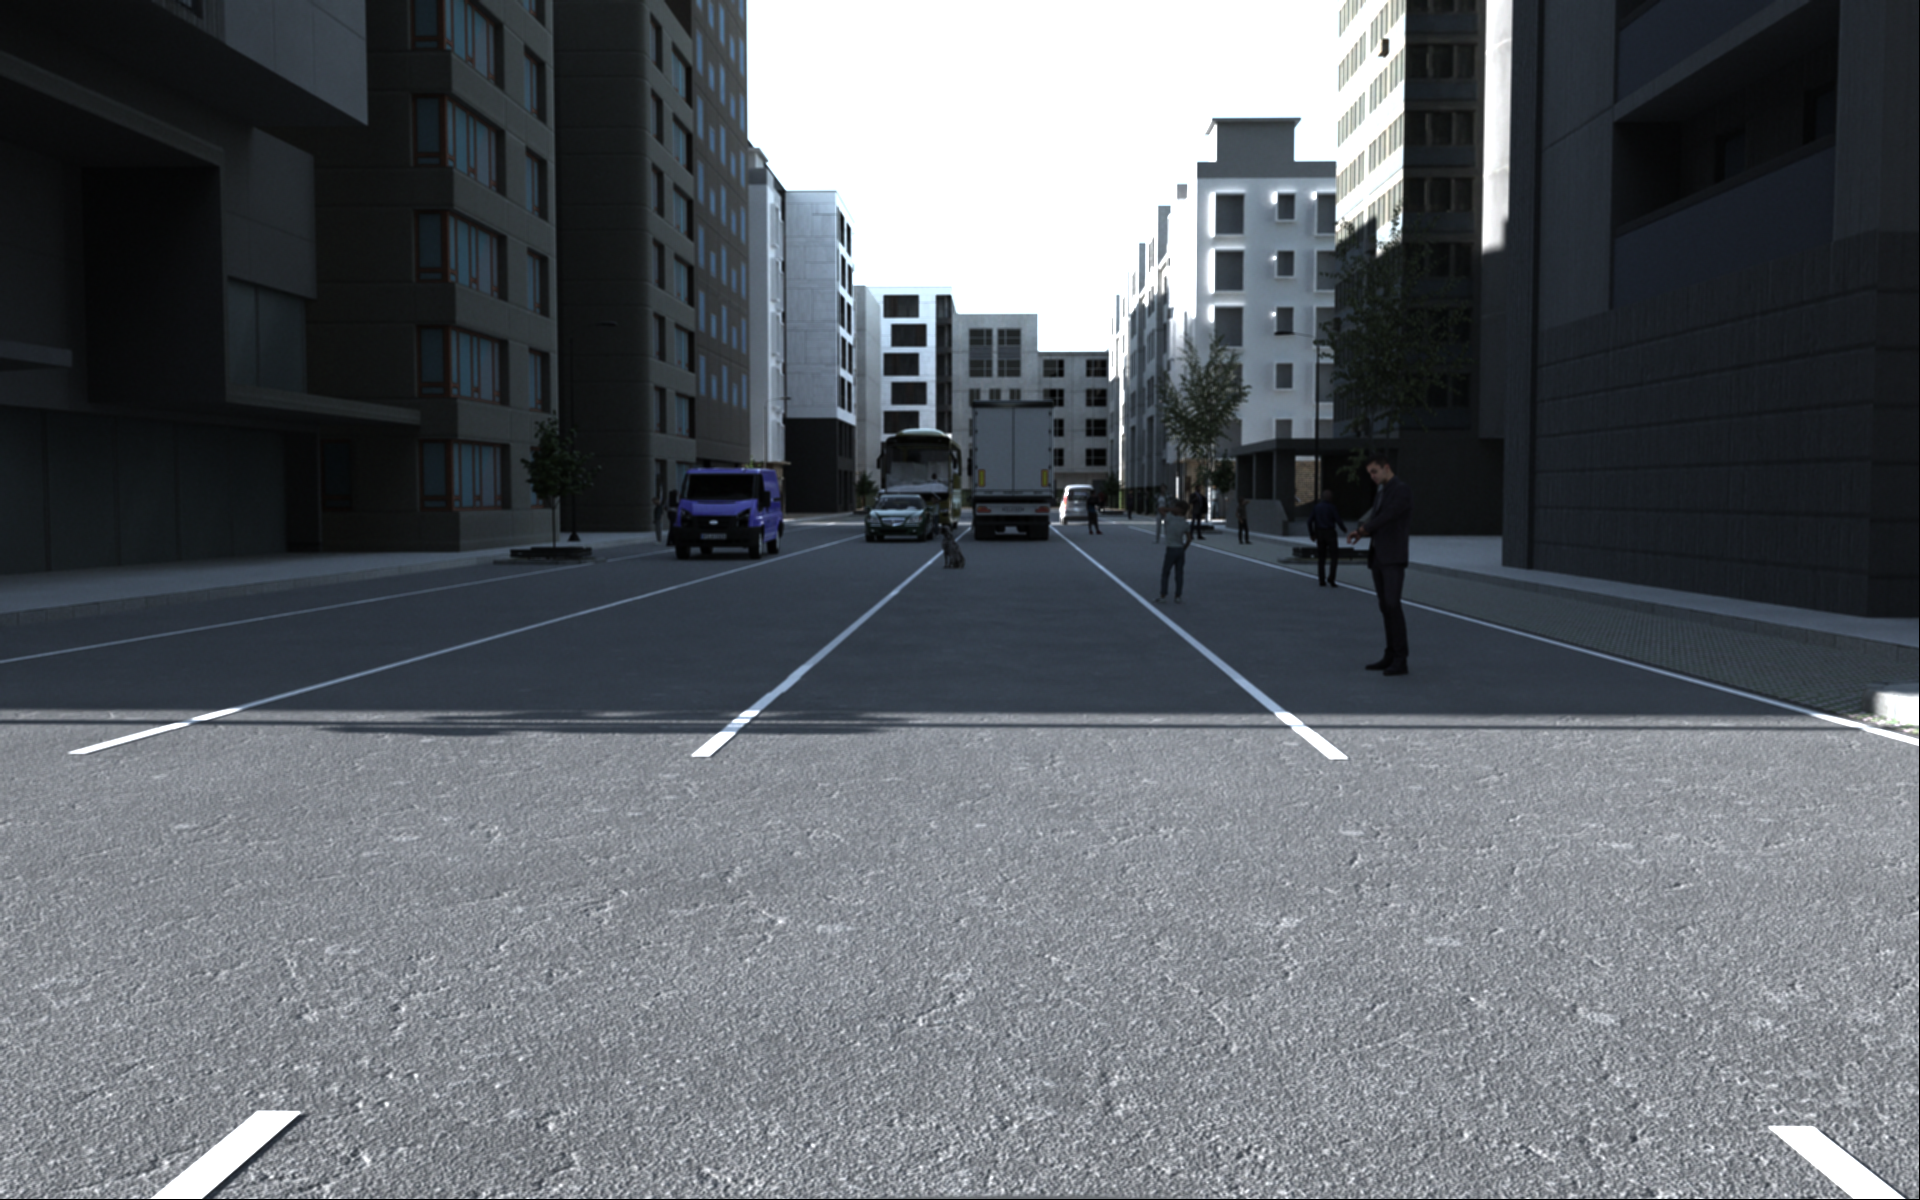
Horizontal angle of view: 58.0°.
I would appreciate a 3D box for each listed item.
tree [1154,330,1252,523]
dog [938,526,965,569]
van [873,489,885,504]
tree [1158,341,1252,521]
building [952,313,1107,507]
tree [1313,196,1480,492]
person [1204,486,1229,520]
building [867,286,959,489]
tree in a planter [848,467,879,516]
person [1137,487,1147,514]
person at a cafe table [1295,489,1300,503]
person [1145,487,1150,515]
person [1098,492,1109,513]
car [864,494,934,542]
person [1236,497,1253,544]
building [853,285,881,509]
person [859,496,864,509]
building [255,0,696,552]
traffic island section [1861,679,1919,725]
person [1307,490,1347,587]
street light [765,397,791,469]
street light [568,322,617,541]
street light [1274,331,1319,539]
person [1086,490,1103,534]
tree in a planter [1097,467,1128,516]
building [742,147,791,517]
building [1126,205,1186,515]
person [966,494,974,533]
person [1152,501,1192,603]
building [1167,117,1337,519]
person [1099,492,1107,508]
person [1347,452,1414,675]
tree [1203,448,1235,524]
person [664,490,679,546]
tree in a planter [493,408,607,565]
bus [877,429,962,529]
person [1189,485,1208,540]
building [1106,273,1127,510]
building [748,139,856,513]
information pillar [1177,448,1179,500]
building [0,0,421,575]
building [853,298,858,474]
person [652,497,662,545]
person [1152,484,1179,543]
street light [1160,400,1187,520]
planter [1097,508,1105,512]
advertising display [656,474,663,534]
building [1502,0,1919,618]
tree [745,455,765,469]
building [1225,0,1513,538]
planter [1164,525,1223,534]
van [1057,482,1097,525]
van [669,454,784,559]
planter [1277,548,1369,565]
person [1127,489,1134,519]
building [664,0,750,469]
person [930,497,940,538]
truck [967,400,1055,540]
[{"bbox_3d":[10.729,-7.727,76.704,4.737,8.622,4.395,0,3,0],"label":"tree"},{"bbox_3d":[-0.154,-1.015,33.427,0.513,0.831,0.800,0,4,-3],"label":"dog"},{"bbox_3d":[-5.777,-7.879,135.826,2.013,2.044,4.112,0,4,2],"label":"van"},{"bbox_3d":[11.515,-8.001,81.174,4.360,8.622,3.978,0,3,0],"label":"tree"},{"bbox_3d":[15.185,-19.024,177.505,31.486,18.905,16.747,0,4,2],"label":"building"},{"bbox_3d":[10.843,-5.726,43.985,4.737,8.622,4.395,0,3,0],"label":"tree"},{"bbox_3d":[12.810,-4.944,86.962,1.350,1.814,0.705,1,4,11],"label":"person"},{"bbox_3d":[-16.688,-20.826,184.484,32.646,21.610,27.936,0,4,2],"label":"building"},{"bbox_3d":[-6.239,-7.097,113.251,1.991,3.239,1.994,0,4,2],"label":"tree in a planter"},{"bbox_3d":[11.677,-6.382,111.189,0.742,1.727,0.445,1,4,23],"label":"person"},{"bbox_3d":[14.932,-4.128,76.011,1.622,1.524,1.698,3,4,39],"label":"person at a cafe table"},{"bbox_3d":[11.321,-6.031,105.363,0.721,1.735,1.217,0,4,3],"label":"person"},{"bbox_3d":[10.528,-7.361,128.787,1.348,1.831,0.705,-1,4,-22],"label":"person"},{"bbox_3d":[-1.830,-2.538,53.294,2.131,1.459,4.920,0,4,3],"label":"car"},{"bbox_3d":[8.128,-2.269,49.500,0.340,1.345,0.435,3,5,42],"label":"person"},{"bbox_3d":[-23.439,-17.664,155.258,31.486,18.905,16.747,0,4,2],"label":"building"},{"bbox_3d":[-8.175,-8.545,145.380,0.705,1.869,1.348,-1,4,-23],"label":"person"},{"bbox_3d":[-24.434,-12.681,52.369,27.650,21.520,28.899,0,4,2],"label":"building"},{"bbox_3d":[6.894,0.721,10.485,2.009,0.180,2.903,0,4,2],"label":"traffic island section"},{"bbox_3d":[5.783,-0.963,26.939,0.600,1.496,0.574,-2,4,-29],"label":"person"},{"bbox_3d":[-8.781,-6.758,83.030,1.470,5.913,1.316,0,4,2],"label":"street light"},{"bbox_3d":[-9.933,-4.543,46.815,1.470,5.913,1.316,0,4,2],"label":"street light"},{"bbox_3d":[9.638,-4.700,49.389,1.470,5.913,1.316,0,4,2],"label":"street light"},{"bbox_3d":[4.808,-3.148,61.845,0.647,1.594,0.662,3,4,36],"label":"person"},{"bbox_3d":[9.857,-7.030,112.167,1.991,3.239,1.994,0,4,2],"label":"tree in a planter"},{"bbox_3d":[-17.537,-14.462,92.873,16.016,20.091,11.380,0,4,2],"label":"building"},{"bbox_3d":[20.654,-15.166,114.428,16.747,18.905,31.486,0,4,2],"label":"building"},{"bbox_3d":[0.645,-3.366,64.255,0.841,1.734,0.376,-1,4,-21],"label":"person"},{"bbox_3d":[2.806,-0.643,22.929,0.435,1.345,0.340,-2,4,-26],"label":"person"},{"bbox_3d":[19.349,-14.457,92.789,16.016,20.091,11.380,0,4,2],"label":"building"},{"bbox_3d":[12.932,-9.042,157.064,0.799,1.438,0.628,-1,4,-13],"label":"person"},{"bbox_3d":[3.375,-0.306,13.957,0.568,1.767,0.683,-1,4,-14],"label":"person"},{"bbox_3d":[11.324,-4.817,73.366,1.663,3.219,1.824,0,3,0],"label":"tree"},{"bbox_3d":[-7.946,-2.271,47.836,0.614,1.554,0.590,3,5,41],"label":"person"},{"bbox_3d":[-8.484,-2.378,36.105,1.991,3.239,1.994,0,4,2],"label":"tree in a planter"},{"bbox_3d":[-1.377,-4.721,68.733,2.896,3.916,12.252,0,4,2],"label":"bus"},{"bbox_3d":[7.470,-2.748,54.247,0.655,1.722,0.431,-3,4,-37],"label":"person"},{"bbox_3d":[21.867,-17.087,145.833,16.747,18.905,31.486,0,4,2],"label":"building"},{"bbox_3d":[-22.285,-16.573,114.945,27.936,21.610,32.646,0,4,2],"label":"building"},{"bbox_3d":[10.545,-5.654,83.805,0.183,3.616,0.504,0,4,3],"label":"information pillar"},{"bbox_3d":[-25.559,-26.548,23.292,28.713,52.752,27.495,0,4,2],"label":"building"},{"bbox_3d":[-16.165,-17.148,136.795,16.016,20.091,11.380,0,4,2],"label":"building"},{"bbox_3d":[-8.624,-2.256,49.292,0.340,1.345,0.435,-3,4,-36],"label":"person"},{"bbox_3d":[5.932,-2.526,50.528,0.841,1.734,0.376,2,4,33],"label":"person"},{"bbox_3d":[10.540,-6.905,85.444,1.470,5.913,1.316,0,4,2],"label":"street light"},{"bbox_3d":[10.644,-7.236,139.449,1.991,0.319,1.994,0,4,2],"label":"planter"},{"bbox_3d":[-9.644,-3.082,55.600,0.123,1.923,0.974,0,4,-4],"label":"advertising display"},{"bbox_3d":[23.523,-29.250,20.244,28.212,58.520,21.231,0,4,2],"label":"building"},{"bbox_3d":[-10.301,-5.568,85.639,1.663,3.219,1.824,0,3,0],"label":"tree"},{"bbox_3d":[26.058,-22.371,57.644,32.217,40.220,23.993,0,4,2],"label":"building"},{"bbox_3d":[8.422,-2.549,62.813,1.991,0.319,1.994,0,4,2],"label":"planter"},{"bbox_3d":[5.652,-4.632,82.744,2.013,2.044,4.112,0,4,1],"label":"van"},{"bbox_3d":[-5.296,-2.171,39.879,2.240,2.365,5.245,0,4,0],"label":"van"},{"bbox_3d":[7.628,-0.902,35.881,1.991,0.319,1.994,0,4,2],"label":"planter"},{"bbox_3d":[9.626,-5.413,97.920,0.541,1.710,0.530,-2,4,-33],"label":"person"},{"bbox_3d":[-16.908,-25.861,72.942,14.600,45.320,14.200,0,4,2],"label":"building"},{"bbox_3d":[-0.807,-2.729,57.036,0.435,1.345,0.340,3,5,41],"label":"person"},{"bbox_3d":[1.639,-4.184,57.327,2.839,4.237,11.283,0,4,1],"label":"truck"}]
